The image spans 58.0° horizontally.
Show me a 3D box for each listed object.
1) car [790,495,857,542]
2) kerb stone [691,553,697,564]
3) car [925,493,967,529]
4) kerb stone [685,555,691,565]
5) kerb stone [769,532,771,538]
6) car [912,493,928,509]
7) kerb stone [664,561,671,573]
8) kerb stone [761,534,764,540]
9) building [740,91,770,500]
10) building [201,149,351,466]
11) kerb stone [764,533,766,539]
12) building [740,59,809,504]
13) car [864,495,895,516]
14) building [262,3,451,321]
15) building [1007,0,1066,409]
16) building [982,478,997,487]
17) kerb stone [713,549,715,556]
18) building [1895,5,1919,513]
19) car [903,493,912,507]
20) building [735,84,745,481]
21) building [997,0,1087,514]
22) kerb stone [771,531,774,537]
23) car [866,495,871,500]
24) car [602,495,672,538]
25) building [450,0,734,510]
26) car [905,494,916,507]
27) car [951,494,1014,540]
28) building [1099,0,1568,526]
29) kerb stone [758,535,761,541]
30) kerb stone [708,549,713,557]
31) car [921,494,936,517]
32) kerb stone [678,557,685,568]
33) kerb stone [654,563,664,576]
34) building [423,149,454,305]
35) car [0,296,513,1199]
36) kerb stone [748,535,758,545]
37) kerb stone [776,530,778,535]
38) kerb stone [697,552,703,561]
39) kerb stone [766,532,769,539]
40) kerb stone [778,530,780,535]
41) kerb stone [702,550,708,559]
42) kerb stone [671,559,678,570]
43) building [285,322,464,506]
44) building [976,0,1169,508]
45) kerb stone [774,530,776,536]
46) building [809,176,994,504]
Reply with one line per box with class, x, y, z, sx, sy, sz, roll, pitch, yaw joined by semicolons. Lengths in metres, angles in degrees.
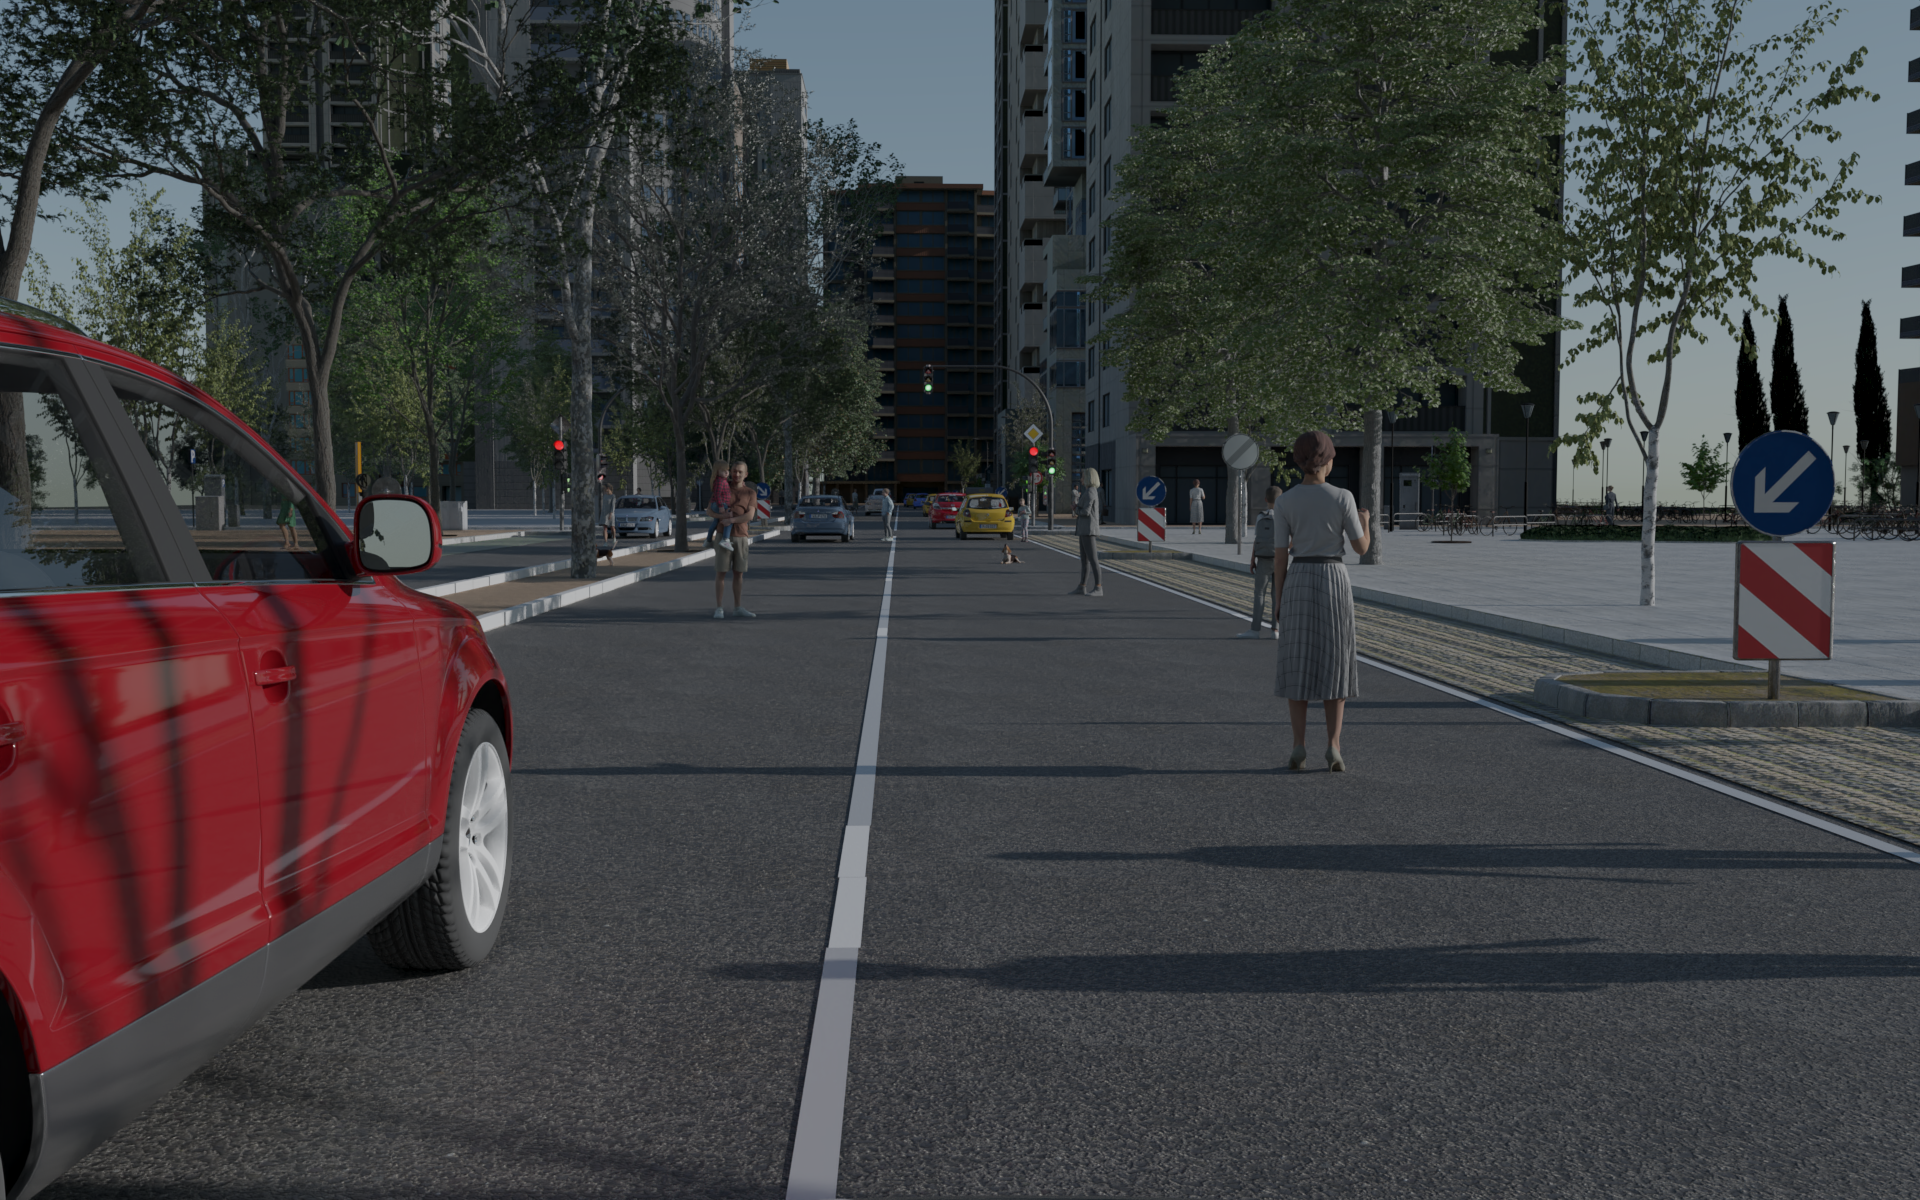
car;-4.174;-2.492;52.744;2.014;1.417;4.499;0;4;-1
kerb stone;-5.602;-0.831;35.785;0.120;0.150;1.000;0;4;-2
car;-0.379;-3.851;71.998;2.155;1.783;4.494;0;4;-3
kerb stone;-5.569;-0.769;34.764;0.120;0.150;1.000;0;4;-2
kerb stone;-6.311;-2.084;56.269;0.120;0.150;1.000;0;4;-2
car;-3.575;-9.462;164.287;1.945;1.707;3.694;0;4;-2
kerb stone;-5.460;-0.581;31.697;0.120;0.150;1.000;0;4;-2
kerb stone;-6.205;-1.895;53.185;0.120;0.150;1.000;0;4;-2
building;-34.060;-35.579;205.425;21.600;48.544;21.300;0;4;-2
building;-81.061;-32.092;208.302;14.086;41.232;14.154;0;4;-2
kerb stone;-6.244;-1.958;54.209;0.120;0.150;1.000;0;4;-2
building;-35.064;-42.550;237.699;28.212;58.520;21.231;0;4;-2
car;-5.381;-6.334;115.925;2.083;1.381;4.827;0;4;-1
building;-81.259;-48.778;235.768;20.611;71.187;20.563;0;4;-2
building;18.523;-34.798;158.192;28.713;52.752;27.495;0;4;-2
building;18.711;-30.168;185.134;32.217;40.220;23.993;0;4;-2
kerb stone;-5.753;-1.082;39.883;0.120;0.150;1.000;0;4;-2
building;53.745;-26.174;78.060;14.200;45.320;14.600;0;4;-2
car;-5.559;-11.480;197.286;1.945;1.707;3.694;0;4;-3
building;-29.814;-32.294;178.121;14.600;45.320;14.200;0;4;-2
building;14.746;-49.613;123.837;22.319;86.520;31.000;0;4;-2
kerb stone;-6.348;-2.145;57.291;0.120;0.150;1.000;0;4;-2
car;-9.895;-11.537;200.983;2.083;1.381;4.827;0;4;-3
car;-10.661;-2.778;57.429;2.014;1.417;4.499;0;4;-1
building;-32.168;-37.578;156.407;21.231;58.520;28.212;0;4;-2
car;-4.944;-10.823;187.180;2.015;1.641;3.980;0;4;-3
car;0.757;-2.761;55.360;2.015;1.641;3.980;0;4;-3
building;17.051;-39.162;78.546;20.611;71.187;20.563;0;4;-2
kerb stone;-6.170;-1.833;52.162;0.120;0.150;1.000;0;4;-2
kerb stone;-5.712;-1.019;38.862;0.120;0.150;1.000;0;4;-2
car;-1.437;-6.021;108.660;2.015;1.641;3.980;0;4;-4
kerb stone;-5.526;-0.704;33.740;0.120;0.150;1.000;0;4;-2
kerb stone;-5.424;-0.518;30.670;0.120;0.150;1.000;0;4;-2
building;-60.005;-37.607;238.573;21.600;48.544;21.300;0;4;-2
car;-2.408;0.310;3.604;2.281;1.827;5.304;0;4;-1
kerb stone;-6.140;-1.770;51.140;0.120;0.150;1.000;0;4;-2
kerb stone;-6.416;-2.272;59.338;0.120;0.150;1.000;0;4;-2
kerb stone;-5.642;-0.893;36.807;0.120;0.150;1.000;0;4;-2
kerb stone;-6.278;-2.021;55.242;0.120;0.150;1.000;0;4;-2
kerb stone;-6.448;-2.332;60.360;0.120;0.150;1.000;0;4;-2
kerb stone;-5.679;-0.956;37.830;0.120;0.150;1.000;0;4;-2
kerb stone;-5.494;-0.640;32.719;0.120;0.150;1.000;0;4;-2
building;-59.344;-21.881;202.794;28.899;21.520;27.650;0;4;-2
building;12.611;-46.995;206.613;20.563;71.187;20.611;0;4;-2
kerb stone;-6.385;-2.209;58.317;0.120;0.150;1.000;0;4;-2
building;-6.397;-35.869;241.085;28.867;44.769;22.147;0;4;-2
